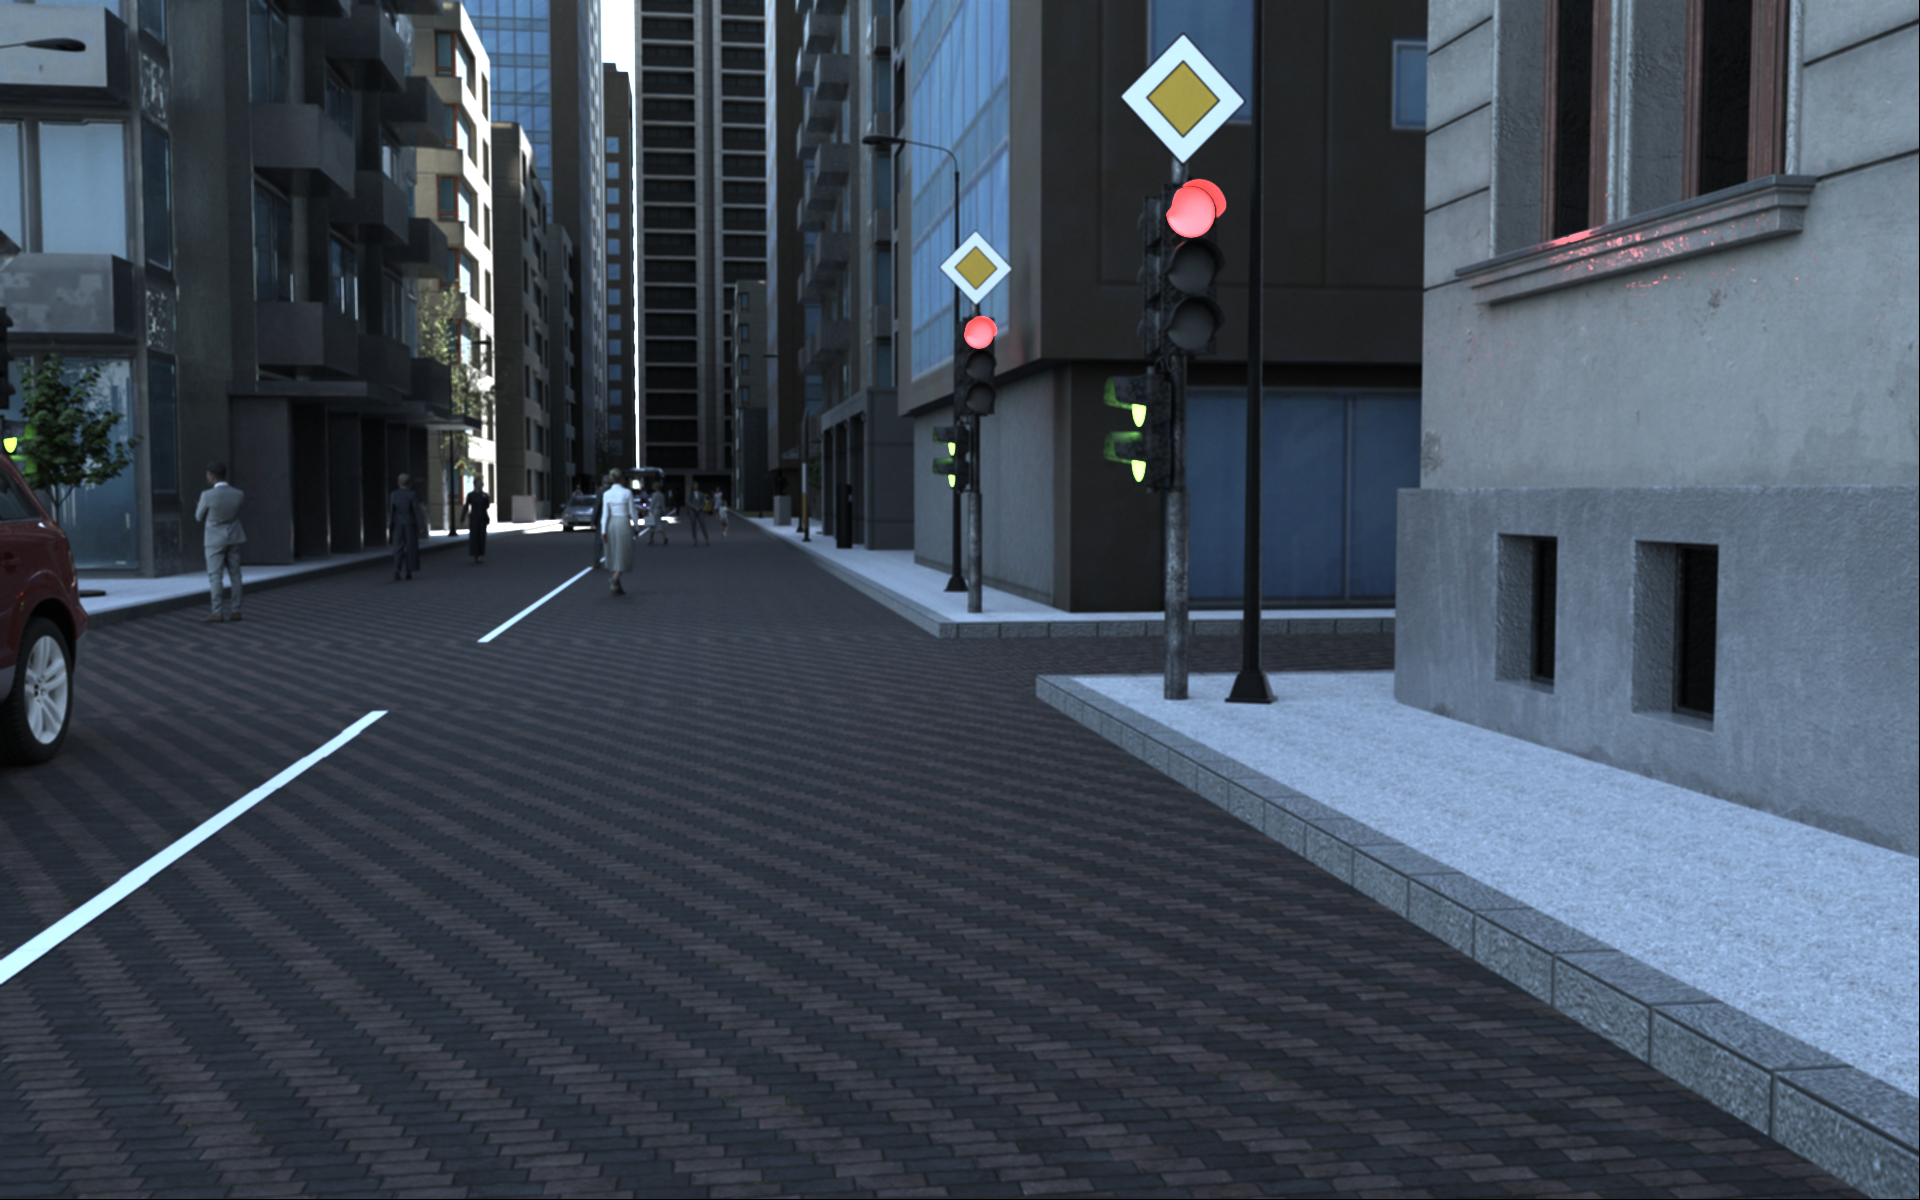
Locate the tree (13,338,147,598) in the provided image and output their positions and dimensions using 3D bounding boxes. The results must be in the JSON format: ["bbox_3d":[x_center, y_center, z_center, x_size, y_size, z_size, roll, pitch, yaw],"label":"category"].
[{"bbox_3d":[-11.309,-1.646,21.513,1.663,3.219,1.824,0,3,0],"label":"tree"}]

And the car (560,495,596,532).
[{"bbox_3d":[-14.593,-3.418,67.881,2.014,1.417,4.499,-1,4,-9],"label":"car"}]

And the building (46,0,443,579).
[{"bbox_3d":[-23.546,-25.461,35.894,23.786,49.044,30.456,-1,4,-9],"label":"building"}]

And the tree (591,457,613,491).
[{"bbox_3d":[-30.014,-9.725,142.717,4.285,4.588,4.351,0,3,0],"label":"tree"}]

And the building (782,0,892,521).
[{"bbox_3d":[4.243,-28.003,77.453,23.786,49.044,30.456,-1,4,-9],"label":"building"}]

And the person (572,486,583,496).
[{"bbox_3d":[-18.432,-4.590,83.653,0.679,1.850,0.850,2,4,24],"label":"person"}]

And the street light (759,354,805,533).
[{"bbox_3d":[-5.858,-5.203,57.611,1.470,5.913,1.316,-1,4,-9],"label":"street light"}]

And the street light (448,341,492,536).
[{"bbox_3d":[-14.848,-4.887,52.451,1.470,5.913,1.316,-1,4,-9],"label":"street light"}]

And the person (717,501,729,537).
[{"bbox_3d":[-7.950,-2.706,57.758,0.505,1.210,0.382,2,4,31],"label":"person"}]

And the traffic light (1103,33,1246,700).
[{"bbox_3d":[1.334,-1.334,10.737,0.839,4.253,0.868,-1,4,-9],"label":"traffic light"}]

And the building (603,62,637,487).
[{"bbox_3d":[-40.986,-32.366,179.301,14.200,45.320,14.600,-1,4,-9],"label":"building"}]

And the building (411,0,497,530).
[{"bbox_3d":[-33.306,-13.961,73.299,27.650,21.520,28.899,-1,4,-9],"label":"building"}]

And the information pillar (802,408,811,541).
[{"bbox_3d":[-4.170,-3.392,46.815,0.183,3.616,0.504,0,4,5],"label":"information pillar"}]

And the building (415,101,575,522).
[{"bbox_3d":[-38.258,-15.815,103.615,27.650,21.520,28.899,-1,4,-9],"label":"building"}]

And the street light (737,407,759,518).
[{"bbox_3d":[-11.163,-7.322,92.252,1.470,5.913,1.316,-1,4,-9],"label":"street light"}]

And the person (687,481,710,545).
[{"bbox_3d":[-7.329,-2.429,48.493,0.520,1.790,0.573,-2,4,-35],"label":"person"}]

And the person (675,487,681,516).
[{"bbox_3d":[-18.378,-6.420,113.098,0.705,1.869,1.348,0,4,-5],"label":"person"}]

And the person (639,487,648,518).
[{"bbox_3d":[-19.268,-5.897,104.778,0.709,1.838,0.599,2,4,33],"label":"person"}]

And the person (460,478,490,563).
[{"bbox_3d":[-10.136,-1.674,36.284,0.534,1.772,0.576,3,4,37],"label":"person"}]

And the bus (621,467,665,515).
[{"bbox_3d":[-21.408,-7.476,117.090,2.948,3.499,13.247,0,4,-8],"label":"bus"}]

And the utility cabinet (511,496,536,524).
[{"bbox_3d":[-18.984,-3.930,75.424,1.020,1.237,0.306,1,4,11],"label":"utility cabinet"}]

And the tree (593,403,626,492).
[{"bbox_3d":[-28.732,-11.465,137.820,4.360,8.622,3.978,0,3,0],"label":"tree"}]

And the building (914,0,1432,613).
[{"bbox_3d":[6.836,-22.914,24.749,14.200,45.320,14.600,-1,4,-9],"label":"building"}]

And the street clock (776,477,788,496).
[{"bbox_3d":[-7.556,-4.223,73.609,0.471,2.002,0.358,-3,5,-40],"label":"street clock"}]

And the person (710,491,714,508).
[{"bbox_3d":[-23.866,-9.629,166.481,0.434,1.755,0.990,1,4,18],"label":"person"}]

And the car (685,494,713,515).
[{"bbox_3d":[-17.974,-6.694,119.667,2.015,1.641,3.980,-1,4,-10],"label":"car"}]

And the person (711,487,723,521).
[{"bbox_3d":[-12.679,-5.009,90.487,0.616,1.811,0.778,0,4,3],"label":"person"}]

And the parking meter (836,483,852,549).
[{"bbox_3d":[-2.733,-1.988,40.917,0.372,1.533,0.369,0,3,0],"label":"parking meter"}]

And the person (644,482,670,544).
[{"bbox_3d":[-8.612,-2.469,49.226,0.624,1.780,0.694,3,5,40],"label":"person"}]

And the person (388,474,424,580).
[{"bbox_3d":[-9.261,-1.224,28.940,0.576,1.772,0.534,-1,4,-20],"label":"person"}]

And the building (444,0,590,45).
[{"bbox_3d":[-34.069,-29.062,125.270,14.600,45.320,14.200,-1,4,-9],"label":"building"}]

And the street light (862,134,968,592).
[{"bbox_3d":[-0.576,-3.062,22.609,1.470,5.913,1.316,-1,4,-9],"label":"street light"}]

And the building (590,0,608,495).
[{"bbox_3d":[-42.595,-43.773,153.936,20.611,71.187,20.563,-1,4,-9],"label":"building"}]

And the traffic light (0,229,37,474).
[{"bbox_3d":[-9.655,-1.726,17.144,0.839,4.253,0.868,-1,4,-9],"label":"traffic light"}]

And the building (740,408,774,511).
[{"bbox_3d":[-4.331,-49.588,123.432,22.319,86.520,31.000,-1,4,-9],"label":"building"}]

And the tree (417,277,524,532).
[{"bbox_3d":[-17.145,-6.598,58.233,4.360,8.622,3.978,0,3,0],"label":"tree"}]

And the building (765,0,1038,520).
[{"bbox_3d":[-4.131,-27.589,101.193,14.600,45.320,14.200,-1,4,-9],"label":"building"}]

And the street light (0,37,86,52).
[{"bbox_3d":[-9.599,-2.762,17.706,1.470,5.913,1.316,-1,4,-9],"label":"street light"}]

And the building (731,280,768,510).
[{"bbox_3d":[-6.416,-19.029,156.168,27.650,21.520,28.899,-1,4,-9],"label":"building"}]

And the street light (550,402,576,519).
[{"bbox_3d":[-20.058,-7.030,87.487,1.470,5.913,1.316,-1,4,-9],"label":"street light"}]

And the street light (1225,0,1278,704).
[{"bbox_3d":[1.273,-2.321,10.496,1.470,5.913,1.316,-1,4,-9],"label":"street light"}]

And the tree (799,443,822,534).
[{"bbox_3d":[-4.151,-3.764,56.144,1.663,3.219,1.824,0,3,0],"label":"tree"}]

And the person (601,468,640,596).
[{"bbox_3d":[-4.830,-0.961,24.445,0.478,1.798,0.641,1,4,16],"label":"person"}]

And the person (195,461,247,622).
[{"bbox_3d":[-8.355,-0.663,19.524,0.466,1.800,0.511,1,4,23],"label":"person"}]

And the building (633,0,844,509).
[{"bbox_3d":[-23.963,-45.670,184.951,20.611,71.187,20.563,-1,4,-9],"label":"building"}]

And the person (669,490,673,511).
[{"bbox_3d":[-23.732,-8.163,142.692,0.721,1.736,1.217,-1,4,-10],"label":"person"}]

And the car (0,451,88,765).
[{"bbox_3d":[-5.678,0.064,7.633,2.281,1.827,5.304,0,4,-7],"label":"car"}]

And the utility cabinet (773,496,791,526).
[{"bbox_3d":[-7.231,-3.629,70.503,0.306,1.237,1.020,1,4,22],"label":"utility cabinet"}]

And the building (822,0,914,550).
[{"bbox_3d":[7.300,-37.011,43.389,20.563,71.187,20.611,-1,4,-9],"label":"building"}]

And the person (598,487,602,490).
[{"bbox_3d":[-18.731,-4.999,90.465,0.641,1.798,0.478,-2,4,-23],"label":"person"}]

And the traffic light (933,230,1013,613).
[{"bbox_3d":[0.143,-1.817,18.633,0.839,4.253,0.868,-1,4,-9],"label":"traffic light"}]

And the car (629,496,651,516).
[{"bbox_3d":[-18.594,-5.312,99.425,1.945,1.354,3.894,0,4,-7],"label":"car"}]

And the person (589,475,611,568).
[{"bbox_3d":[-6.949,-1.535,33.769,0.590,1.801,0.661,3,5,43],"label":"person"}]
